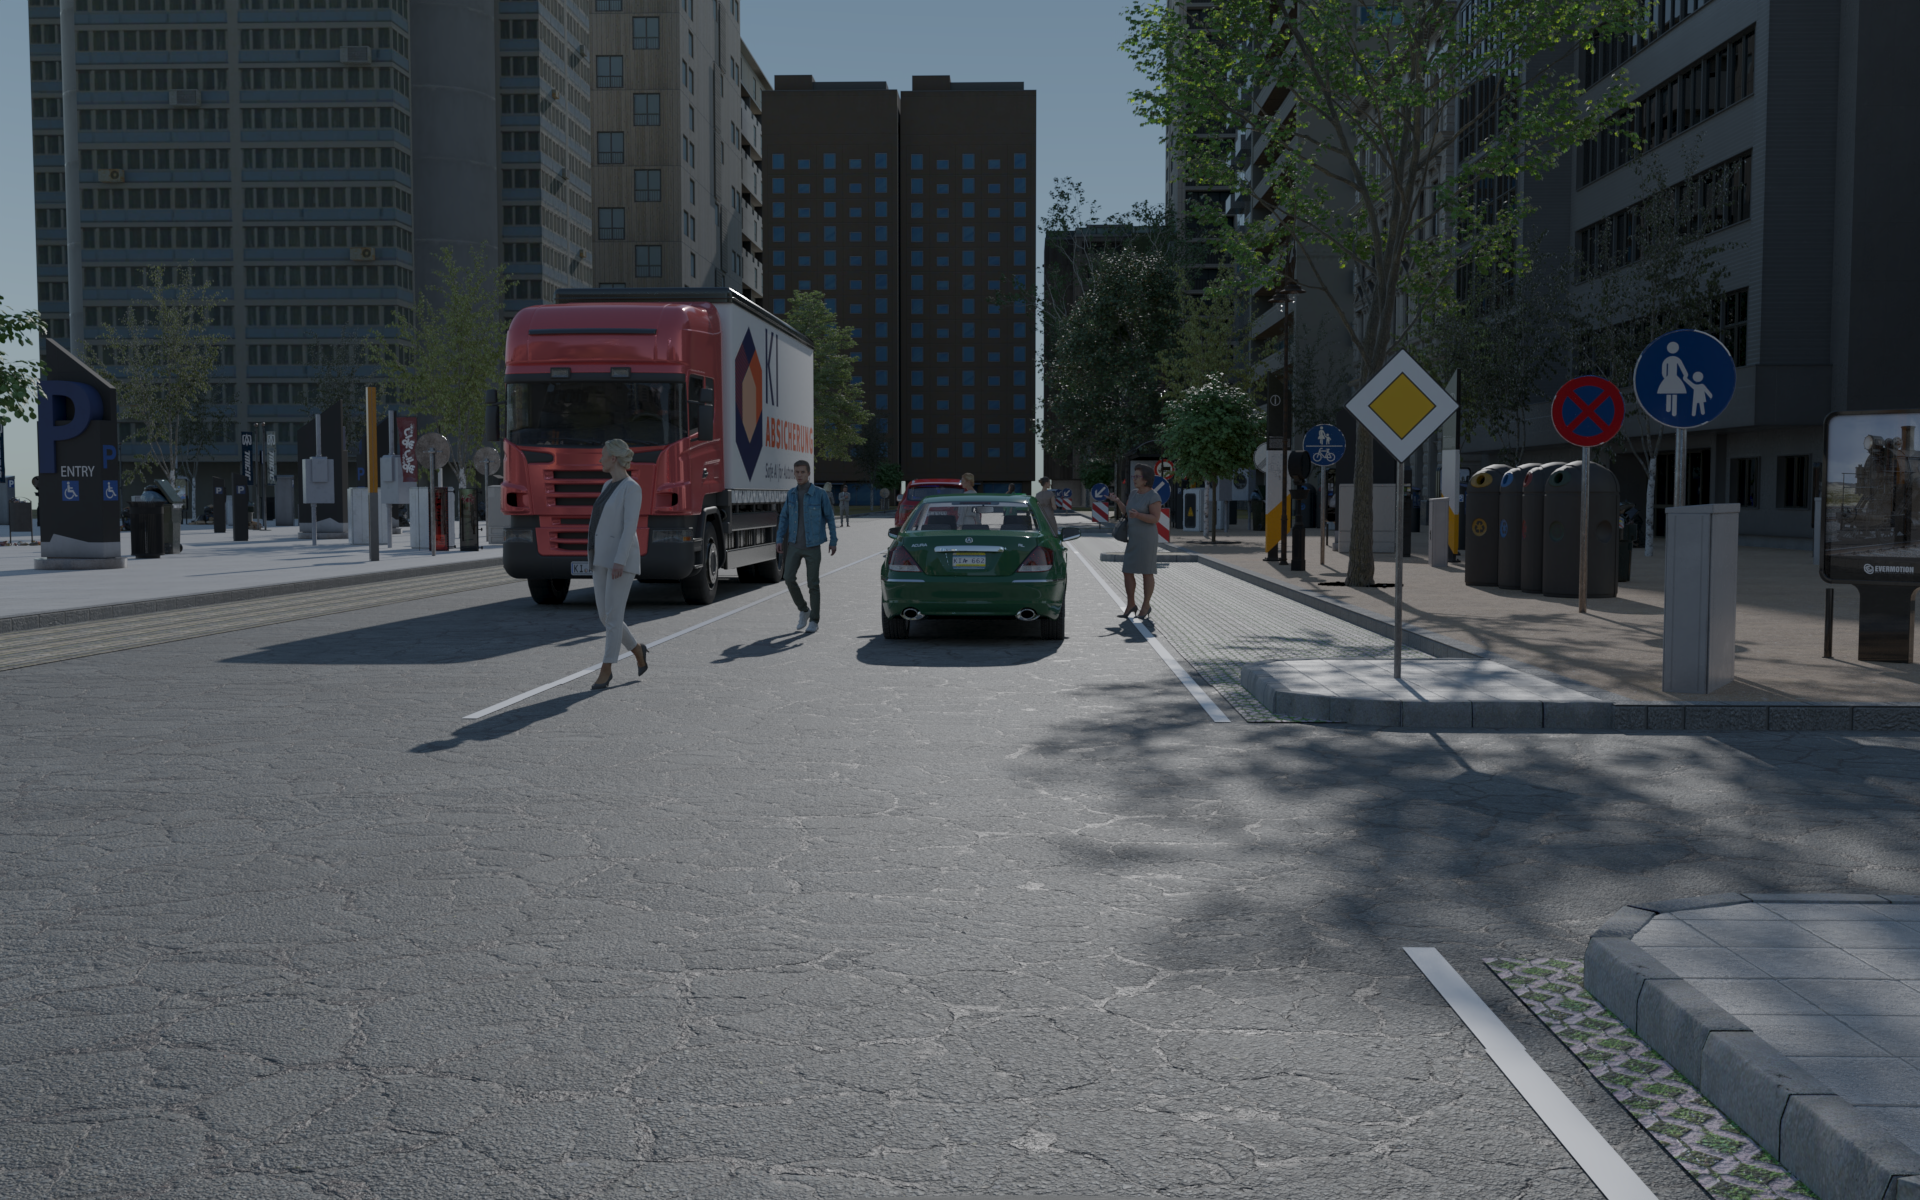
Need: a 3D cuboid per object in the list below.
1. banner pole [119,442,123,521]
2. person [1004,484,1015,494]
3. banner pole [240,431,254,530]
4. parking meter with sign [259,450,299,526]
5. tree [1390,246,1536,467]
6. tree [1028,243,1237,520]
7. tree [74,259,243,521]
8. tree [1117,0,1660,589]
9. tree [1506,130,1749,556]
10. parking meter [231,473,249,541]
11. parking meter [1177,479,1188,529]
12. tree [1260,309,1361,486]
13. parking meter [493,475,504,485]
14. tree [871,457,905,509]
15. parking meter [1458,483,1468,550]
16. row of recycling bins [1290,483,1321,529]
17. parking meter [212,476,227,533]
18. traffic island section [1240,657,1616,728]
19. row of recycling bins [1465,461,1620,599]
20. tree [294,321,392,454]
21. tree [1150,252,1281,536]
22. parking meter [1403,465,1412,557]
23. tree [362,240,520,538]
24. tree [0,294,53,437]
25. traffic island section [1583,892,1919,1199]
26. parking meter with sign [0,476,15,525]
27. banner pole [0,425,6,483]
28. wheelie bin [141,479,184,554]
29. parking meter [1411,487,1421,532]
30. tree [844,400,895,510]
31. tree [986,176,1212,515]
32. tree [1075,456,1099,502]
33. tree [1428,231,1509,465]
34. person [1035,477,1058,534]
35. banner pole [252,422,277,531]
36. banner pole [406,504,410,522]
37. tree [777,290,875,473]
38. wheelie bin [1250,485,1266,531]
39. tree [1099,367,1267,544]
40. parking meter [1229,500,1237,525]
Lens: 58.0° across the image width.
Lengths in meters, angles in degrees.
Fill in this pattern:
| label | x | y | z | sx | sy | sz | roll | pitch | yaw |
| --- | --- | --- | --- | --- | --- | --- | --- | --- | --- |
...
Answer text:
| label | x | y | z | sx | sy | sz | roll | pitch | yaw |
| --- | --- | --- | --- | --- | --- | --- | --- | --- | --- |
| banner pole | -40.640 | -5.722 | 83.579 | 0.401 | 3.779 | 0.863 | 1 | 4 | 11 |
| person | 1.835 | -3.185 | 60.814 | 0.529 | 1.795 | 0.600 | -1 | 4 | -11 |
| banner pole | -24.959 | -4.343 | 61.026 | 0.401 | 3.779 | 0.863 | 2 | 4 | 29 |
| parking meter with sign | -27.081 | -4.476 | 69.440 | 1.738 | 3.016 | 0.543 | -1 | 4 | -12 |
| tree | 14.918 | -6.209 | 51.880 | 4.737 | 8.622 | 4.395 | 0 | 3 | 0 |
| tree | 7.795 | -9.929 | 79.340 | 9.611 | 12.733 | 9.660 | 0 | 3 | 0 |
| tree | -24.717 | -6.319 | 53.685 | 4.360 | 8.622 | 3.978 | 0 | 3 | 0 |
| tree | 5.722 | -5.989 | 23.680 | 9.928 | 11.665 | 9.643 | 0 | 3 | 0 |
| tree | 14.188 | -5.222 | 35.741 | 4.360 | 8.622 | 3.978 | 0 | 3 | 0 |
| parking meter | -19.610 | -2.539 | 47.221 | 0.399 | 1.863 | 0.255 | -2 | 4 | -35 |
| parking meter | 8.147 | -3.532 | 63.465 | 0.255 | 1.863 | 0.399 | -2 | 4 | -30 |
| tree | 14.076 | -7.266 | 69.158 | 4.360 | 8.622 | 3.978 | 0 | 3 | 0 |
| parking meter | -14.150 | -2.908 | 53.257 | 0.255 | 1.863 | 0.399 | -3 | 5 | -44 |
| tree | -6.523 | -10.400 | 153.747 | 4.285 | 4.588 | 4.351 | 0 | 3 | 0 |
| parking meter | 11.608 | -1.918 | 39.768 | 0.372 | 1.533 | 0.369 | 0 | 3 | 0 |
| row of recycling bins | 13.335 | -3.536 | 64.924 | 3.534 | 1.692 | 1.069 | 2 | 4 | 33 |
| parking meter | -24.507 | -3.159 | 57.353 | 0.399 | 1.863 | 0.255 | -1 | 4 | -18 |
| traffic island section | 3.068 | 0.624 | 12.080 | 2.009 | 0.180 | 2.903 | 0 | 4 | 2 |
| row of recycling bins | 7.688 | -0.969 | 22.959 | 1.069 | 1.692 | 3.534 | 0 | 4 | -4 |
| tree | -26.613 | -7.586 | 74.390 | 4.360 | 8.622 | 3.978 | 0 | 3 | 0 |
| tree | 7.644 | -6.277 | 52.993 | 4.737 | 8.622 | 4.395 | 0 | 3 | 0 |
| parking meter | 9.028 | -1.805 | 35.218 | 0.255 | 1.863 | 0.399 | 0 | 4 | 6 |
| tree | -14.609 | -6.088 | 49.909 | 4.737 | 8.622 | 4.395 | 0 | 3 | 0 |
| tree | -11.972 | -2.156 | 18.967 | 4.285 | 4.588 | 4.351 | 0 | 3 | 0 |
| traffic island section | 2.766 | 1.112 | 4.101 | 2.009 | 0.180 | 2.903 | 0 | 4 | 2 |
| parking meter with sign | -39.365 | -4.594 | 71.371 | 1.738 | 3.016 | 0.543 | 1 | 4 | 16 |
| banner pole | -27.059 | -3.576 | 48.492 | 0.401 | 3.779 | 0.863 | 1 | 4 | 18 |
| wheelie bin | -17.072 | -1.782 | 37.041 | 0.693 | 1.594 | 0.980 | 0 | 4 | -4 |
| parking meter | 15.247 | -3.037 | 58.072 | 0.372 | 1.533 | 0.369 | 0 | 3 | 0 |
| tree | -7.035 | -11.308 | 135.244 | 4.360 | 8.622 | 3.978 | 0 | 3 | 0 |
| tree | 8.375 | -15.190 | 104.238 | 12.611 | 20.169 | 13.585 | 0 | 3 | 0 |
| tree | 10.691 | -9.328 | 136.221 | 4.285 | 4.588 | 4.351 | 0 | 3 | 0 |
| tree | 14.845 | -5.900 | 46.825 | 4.360 | 8.622 | 3.978 | 0 | 3 | 0 |
| person | 1.803 | -1.605 | 35.075 | 0.599 | 1.781 | 0.374 | 2 | 4 | 28 |
| banner pole | -24.111 | -4.306 | 60.420 | 0.863 | 3.779 | 0.401 | 2 | 4 | 28 |
| banner pole | -25.707 | -5.561 | 80.931 | 0.401 | 3.779 | 0.863 | 2 | 4 | 24 |
| tree | -8.601 | -10.889 | 96.159 | 7.486 | 12.596 | 7.792 | 0 | 3 | 0 |
| wheelie bin | 10.537 | -3.209 | 60.369 | 0.980 | 1.594 | 0.693 | -2 | 4 | -32 |
| tree | 6.536 | -3.753 | 45.082 | 4.285 | 4.588 | 4.351 | 0 | 3 | 0 |
| parking meter | 11.429 | -4.093 | 72.625 | 0.399 | 1.863 | 0.255 | -1 | 4 | -12 |
